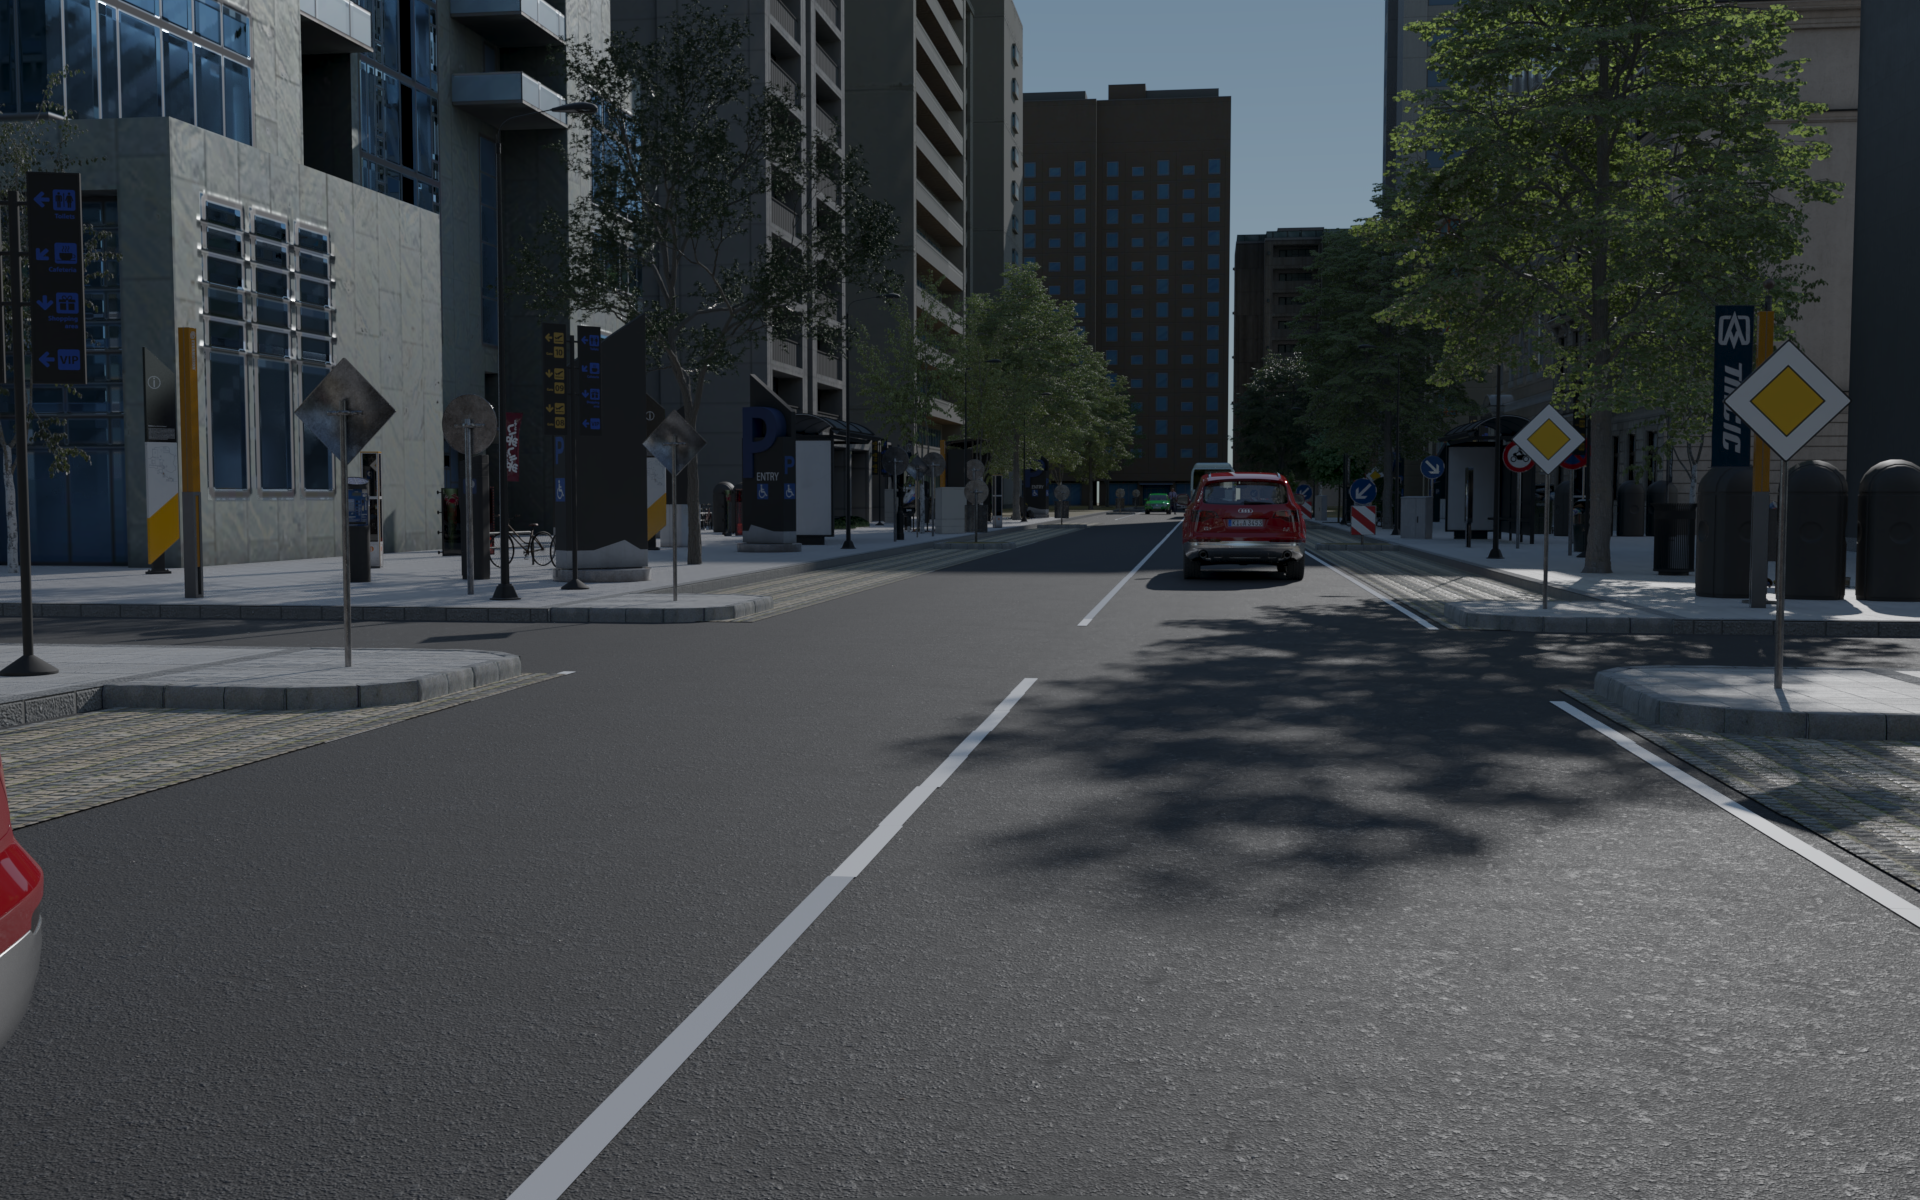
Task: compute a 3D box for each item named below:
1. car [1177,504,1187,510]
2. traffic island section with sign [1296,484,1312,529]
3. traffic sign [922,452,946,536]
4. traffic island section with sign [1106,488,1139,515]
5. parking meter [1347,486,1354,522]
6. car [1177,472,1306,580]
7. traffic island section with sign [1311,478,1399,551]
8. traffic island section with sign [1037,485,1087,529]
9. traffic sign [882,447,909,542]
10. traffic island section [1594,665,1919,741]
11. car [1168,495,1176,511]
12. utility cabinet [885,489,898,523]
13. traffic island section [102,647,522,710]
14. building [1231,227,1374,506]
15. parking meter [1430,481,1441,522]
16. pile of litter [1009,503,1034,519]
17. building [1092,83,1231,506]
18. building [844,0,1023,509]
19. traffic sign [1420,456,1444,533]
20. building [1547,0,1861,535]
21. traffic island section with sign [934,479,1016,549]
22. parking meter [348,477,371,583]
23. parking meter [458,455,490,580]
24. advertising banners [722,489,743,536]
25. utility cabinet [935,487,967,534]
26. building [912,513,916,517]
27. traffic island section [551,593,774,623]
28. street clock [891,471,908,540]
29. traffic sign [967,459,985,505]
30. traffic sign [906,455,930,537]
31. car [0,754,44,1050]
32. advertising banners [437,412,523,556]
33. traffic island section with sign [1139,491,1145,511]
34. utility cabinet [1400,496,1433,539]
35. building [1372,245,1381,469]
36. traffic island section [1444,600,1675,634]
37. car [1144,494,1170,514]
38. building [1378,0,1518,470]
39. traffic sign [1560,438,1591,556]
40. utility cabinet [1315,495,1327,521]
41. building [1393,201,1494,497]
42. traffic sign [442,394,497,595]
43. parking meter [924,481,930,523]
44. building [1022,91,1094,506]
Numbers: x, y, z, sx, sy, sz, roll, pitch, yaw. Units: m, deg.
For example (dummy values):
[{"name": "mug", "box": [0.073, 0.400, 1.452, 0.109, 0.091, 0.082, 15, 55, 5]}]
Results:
[{"name": "car", "box": [19.653, -8.877, 157.505, 2.083, 1.381, 4.827, 1, 4, 9]}, {"name": "traffic island section with sign", "box": [13.953, -3.815, 71.000, 1.989, 1.847, 2.006, 0, 4, 8]}, {"name": "traffic sign", "box": [-0.820, -3.200, 52.433, 0.768, 2.556, 0.104, 1, 4, 14]}, {"name": "traffic island section with sign", "box": [11.302, -6.902, 121.470, 1.989, 1.847, 2.006, 0, 4, 8]}, {"name": "parking meter", "box": [18.003, -4.547, 80.057, 0.399, 1.863, 0.255, 0, 4, 5]}, {"name": "car", "box": [4.966, -1.341, 30.597, 2.281, 1.827, 5.304, 0, 4, 8]}, {"name": "traffic island section with sign", "box": [10.136, -2.183, 44.315, 1.989, 1.847, 2.006, 0, 4, 8]}, {"name": "traffic island section with sign", "box": [4.301, -3.904, 72.458, 1.989, 1.847, 2.006, 0, 4, 8]}, {"name": "traffic sign", "box": [-1.749, -2.843, 46.588, 0.768, 2.556, 0.104, 1, 4, 17]}, {"name": "traffic island section", "box": [5.422, 0.663, 11.445, 2.009, 0.180, 2.903, 0, 4, 8]}, {"name": "car", "box": [17.347, -8.185, 146.407, 1.945, 1.354, 3.894, 1, 4, 9]}, {"name": "utility cabinet", "box": [-2.736, -4.147, 76.476, 1.173, 1.500, 0.318, 2, 4, 25]}, {"name": "traffic island section", "box": [-4.567, 0.575, 12.873, 2.009, 0.180, 2.903, 0, 4, 8]}, {"name": "building", "box": [37.106, -25.614, 190.485, 14.107, 30.474, 14.160, 0, 4, 8]}, {"name": "parking meter", "box": [21.794, -4.507, 79.401, 0.399, 1.863, 0.255, -1, 4, -22]}, {"name": "pile of litter", "box": [3.210, -4.729, 91.290, 1.719, 0.858, 1.176, -1, 4, -12]}, {"name": "building", "box": [22.627, -33.151, 192.137, 14.200, 45.320, 14.600, 0, 4, 8]}, {"name": "building", "box": [-6.011, -32.458, 154.382, 21.600, 48.544, 21.300, 0, 4, 8]}, {"name": "traffic sign", "box": [15.694, -3.516, 57.592, 0.768, 2.556, 0.104, 1, 4, 16]}, {"name": "building", "box": [27.892, -12.081, 62.152, 10.561, 19.102, 19.286, 0, 4, 8]}, {"name": "traffic island section with sign", "box": [0.431, -2.253, 45.459, 1.989, 1.847, 2.006, 0, 4, 8]}, {"name": "parking meter", "box": [-8.784, -1.027, 25.205, 0.372, 1.533, 0.369, 0, 3, 0]}, {"name": "parking meter", "box": [-7.288, -1.240, 25.990, 0.399, 1.863, 0.255, 1, 4, 18]}, {"name": "advertising banners", "box": [-6.829, -3.495, 53.338, 0.090, 3.025, 2.074, 1, 4, 19]}, {"name": "utility cabinet", "box": [-0.300, -2.874, 55.672, 0.318, 1.500, 1.173, 3, 5, 43]}, {"name": "building", "box": [-11.652, -29.650, 108.487, 21.300, 48.544, 21.600, 0, 4, 8]}, {"name": "traffic island section", "box": [-3.436, 0.092, 20.778, 2.009, 0.180, 2.903, 0, 4, 8]}, {"name": "street clock", "box": [-1.685, -2.673, 48.278, 0.358, 2.002, 0.471, 3, 5, 42]}, {"name": "traffic sign", "box": [0.512, -3.869, 63.366, 0.768, 2.556, 0.104, 1, 4, 11]}, {"name": "traffic sign", "box": [-1.261, -3.058, 51.180, 0.795, 2.450, 0.064, 1, 4, 17]}, {"name": "car", "box": [-2.824, 0.477, 0.883, 2.281, 1.827, 5.304, 0, 4, 6]}, {"name": "advertising banners", "box": [-10.031, -2.455, 36.329, 0.090, 3.025, 2.074, 3, 5, 42]}, {"name": "traffic island section with sign", "box": [15.172, -8.554, 148.478, 1.989, 1.847, 2.006, 0, 4, 8]}, {"name": "utility cabinet", "box": [13.125, -2.364, 49.820, 0.306, 1.237, 1.020, -2, 4, -29]}, {"name": "building", "box": [50.990, -25.457, 187.918, 14.107, 30.474, 14.160, 0, 4, 8]}, {"name": "traffic island section", "box": [6.553, 0.179, 19.350, 2.009, 0.180, 2.903, 0, 4, 8]}, {"name": "car", "box": [14.160, -7.028, 123.699, 1.959, 1.807, 4.718, 1, 4, 9]}, {"name": "building", "box": [45.643, -36.743, 142.739, 21.231, 58.520, 28.212, 0, 4, 8]}, {"name": "traffic sign", "box": [12.706, -2.195, 35.998, 0.768, 2.556, 0.104, 1, 4, 11]}, {"name": "utility cabinet", "box": [17.498, -4.454, 83.989, 0.306, 1.237, 1.020, 0, 4, -7]}, {"name": "building", "box": [44.356, -16.513, 115.021, 27.650, 21.520, 28.899, 0, 4, 8]}, {"name": "traffic sign", "box": [-6.253, -1.343, 22.057, 0.768, 2.556, 0.104, 1, 4, 13]}, {"name": "parking meter", "box": [-1.517, -4.339, 76.647, 0.255, 1.863, 0.399, 1, 4, 19]}, {"name": "building", "box": [8.455, -33.228, 193.384, 14.200, 45.320, 14.600, 0, 4, 8]}]
